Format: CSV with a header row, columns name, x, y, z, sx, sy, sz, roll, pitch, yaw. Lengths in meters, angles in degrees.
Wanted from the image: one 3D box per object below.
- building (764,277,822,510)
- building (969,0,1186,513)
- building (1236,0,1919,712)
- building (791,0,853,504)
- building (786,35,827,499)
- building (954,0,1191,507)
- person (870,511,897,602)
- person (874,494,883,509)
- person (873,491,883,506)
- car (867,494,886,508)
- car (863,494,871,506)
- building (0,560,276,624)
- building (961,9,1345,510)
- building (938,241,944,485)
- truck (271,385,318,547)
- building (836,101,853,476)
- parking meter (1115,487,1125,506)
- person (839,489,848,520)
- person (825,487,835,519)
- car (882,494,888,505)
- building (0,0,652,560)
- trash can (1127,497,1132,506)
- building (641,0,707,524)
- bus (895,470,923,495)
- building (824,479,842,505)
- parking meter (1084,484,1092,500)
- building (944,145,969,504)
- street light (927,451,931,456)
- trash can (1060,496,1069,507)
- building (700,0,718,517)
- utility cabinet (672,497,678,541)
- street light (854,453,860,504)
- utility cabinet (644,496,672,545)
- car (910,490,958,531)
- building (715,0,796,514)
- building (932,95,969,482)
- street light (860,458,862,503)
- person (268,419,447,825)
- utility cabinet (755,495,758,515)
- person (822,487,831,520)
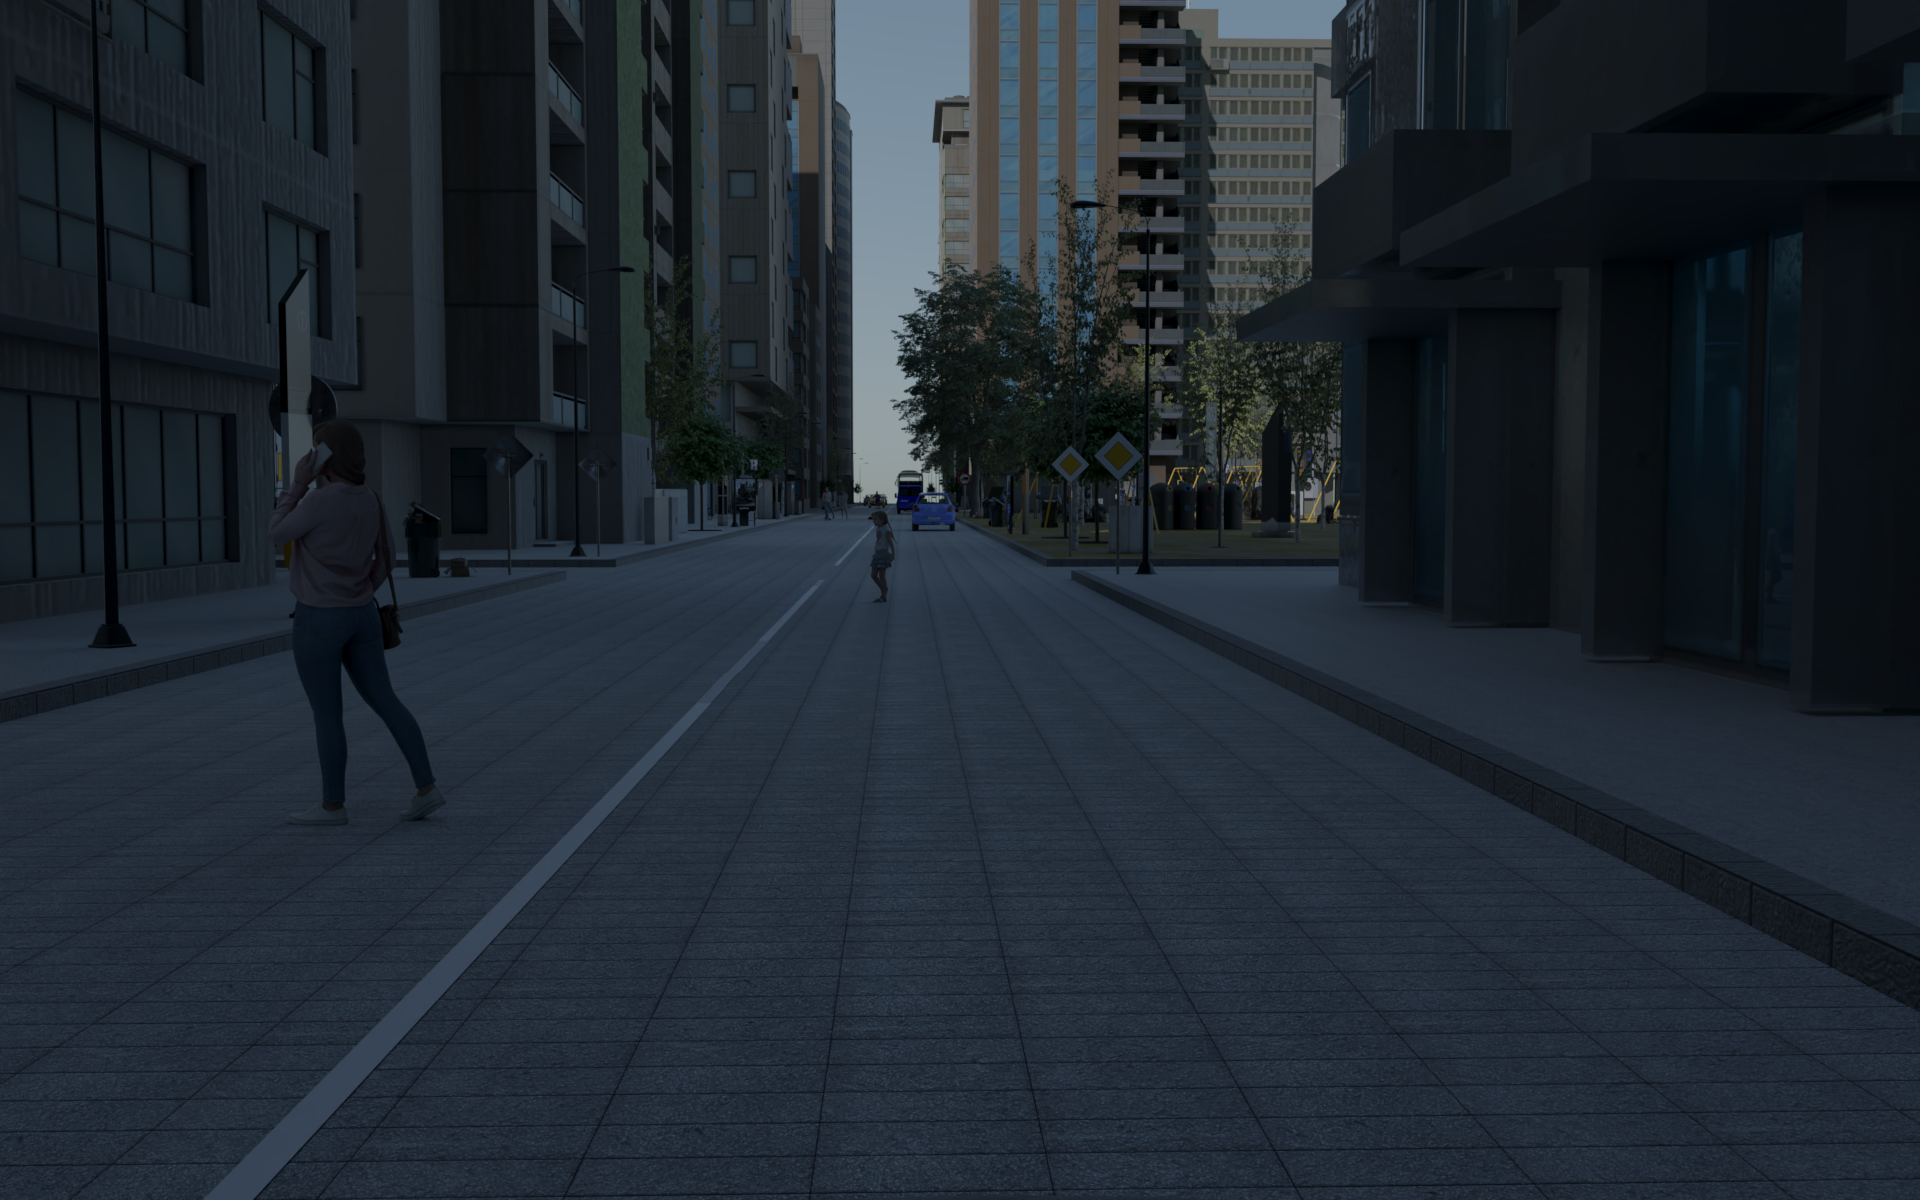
name,x,y,z,sx,sy,sz,roll,pitch,yaw
building,-26.739,-18.767,151.881,27.650,21.520,28.899,0,4,-2
building,7.820,-28.957,123.559,14.600,45.320,14.200,0,4,-2
building,15.319,-23.920,10.702,23.786,49.044,30.456,0,4,-2
building,-24.448,-48.303,228.003,20.563,71.187,20.611,0,4,-2
building,-20.701,-32.020,173.635,14.600,45.320,14.200,0,4,-2
building,10.978,-52.371,168.931,22.319,86.520,31.000,0,4,-2
person,-0.969,-0.576,22.938,0.382,1.210,0.505,-2,4,-35
person,-7.519,-9.123,160.891,0.991,1.433,0.599,-1,4,-18
person,-8.192,-9.971,172.312,1.217,1.735,0.721,2,4,34
car,-8.766,-10.521,182.244,2.015,1.641,3.980,0,4,-1
car,-10.802,-12.137,210.444,2.014,1.417,4.499,0,4,0
building,-15.573,-20.572,19.952,14.086,41.232,14.154,0,4,-2
building,16.391,-27.595,143.058,32.217,40.220,23.993,0,4,-2
building,7.921,-36.746,255.419,22.147,44.769,28.867,0,4,-2
truck,-17.519,-2.562,30.807,11.283,4.237,2.839,0,4,-4
building,-26.546,-43.468,252.701,21.231,58.520,28.212,0,4,-2
parking meter,5.721,-3.275,61.957,0.372,1.533,0.369,0,3,0
person,-6.507,-5.374,97.119,0.466,1.731,0.760,1,4,12
person,-7.702,-5.691,101.403,0.748,1.841,0.638,3,5,43
car,-10.136,-12.905,219.798,1.959,1.807,4.718,0,4,-1
building,-15.666,-21.895,41.580,14.154,41.232,14.086,0,4,-2
trash can,8.839,-4.875,91.355,0.748,1.137,0.748,0,3,0
building,-18.385,-18.332,71.423,14.160,30.474,14.107,0,4,-2
bus,-5.198,-11.424,178.331,2.896,3.916,12.252,0,4,-3
building,-30.466,-31.443,205.968,32.217,40.220,23.993,0,4,-2
parking meter,7.184,-5.580,96.942,0.399,1.863,0.255,-1,4,-8
building,5.047,-31.942,205.843,14.154,41.232,14.086,0,4,-2
street light,-2.792,-13.101,186.736,1.470,5.913,1.316,0,4,-2
trash can,6.521,-5.921,108.457,0.748,1.137,0.748,0,3,0
building,-20.667,-27.089,93.021,14.600,45.320,14.200,0,4,-2
utility cabinet,-7.974,-2.234,47.692,0.306,1.237,1.020,0,4,0
street light,-12.331,-13.591,194.759,1.470,5.913,1.316,0,4,-2
utility cabinet,-7.795,-2.036,44.447,0.306,1.237,1.020,1,4,11
car,-1.029,-3.587,68.243,1.945,1.707,3.694,0,4,0
building,-26.000,-32.633,122.793,28.713,52.752,27.495,0,4,-2
building,10.938,-39.015,227.129,28.713,52.752,27.495,0,4,-2
street light,-13.323,-15.478,225.598,1.470,5.913,1.316,0,4,-2
person,-2.590,0.098,7.491,0.643,1.750,0.593,1,4,21
utility cabinet,-13.050,-5.902,107.656,1.020,1.237,0.306,-2,4,-31
person,-7.266,-5.245,94.261,0.555,1.821,0.388,-3,4,-37
